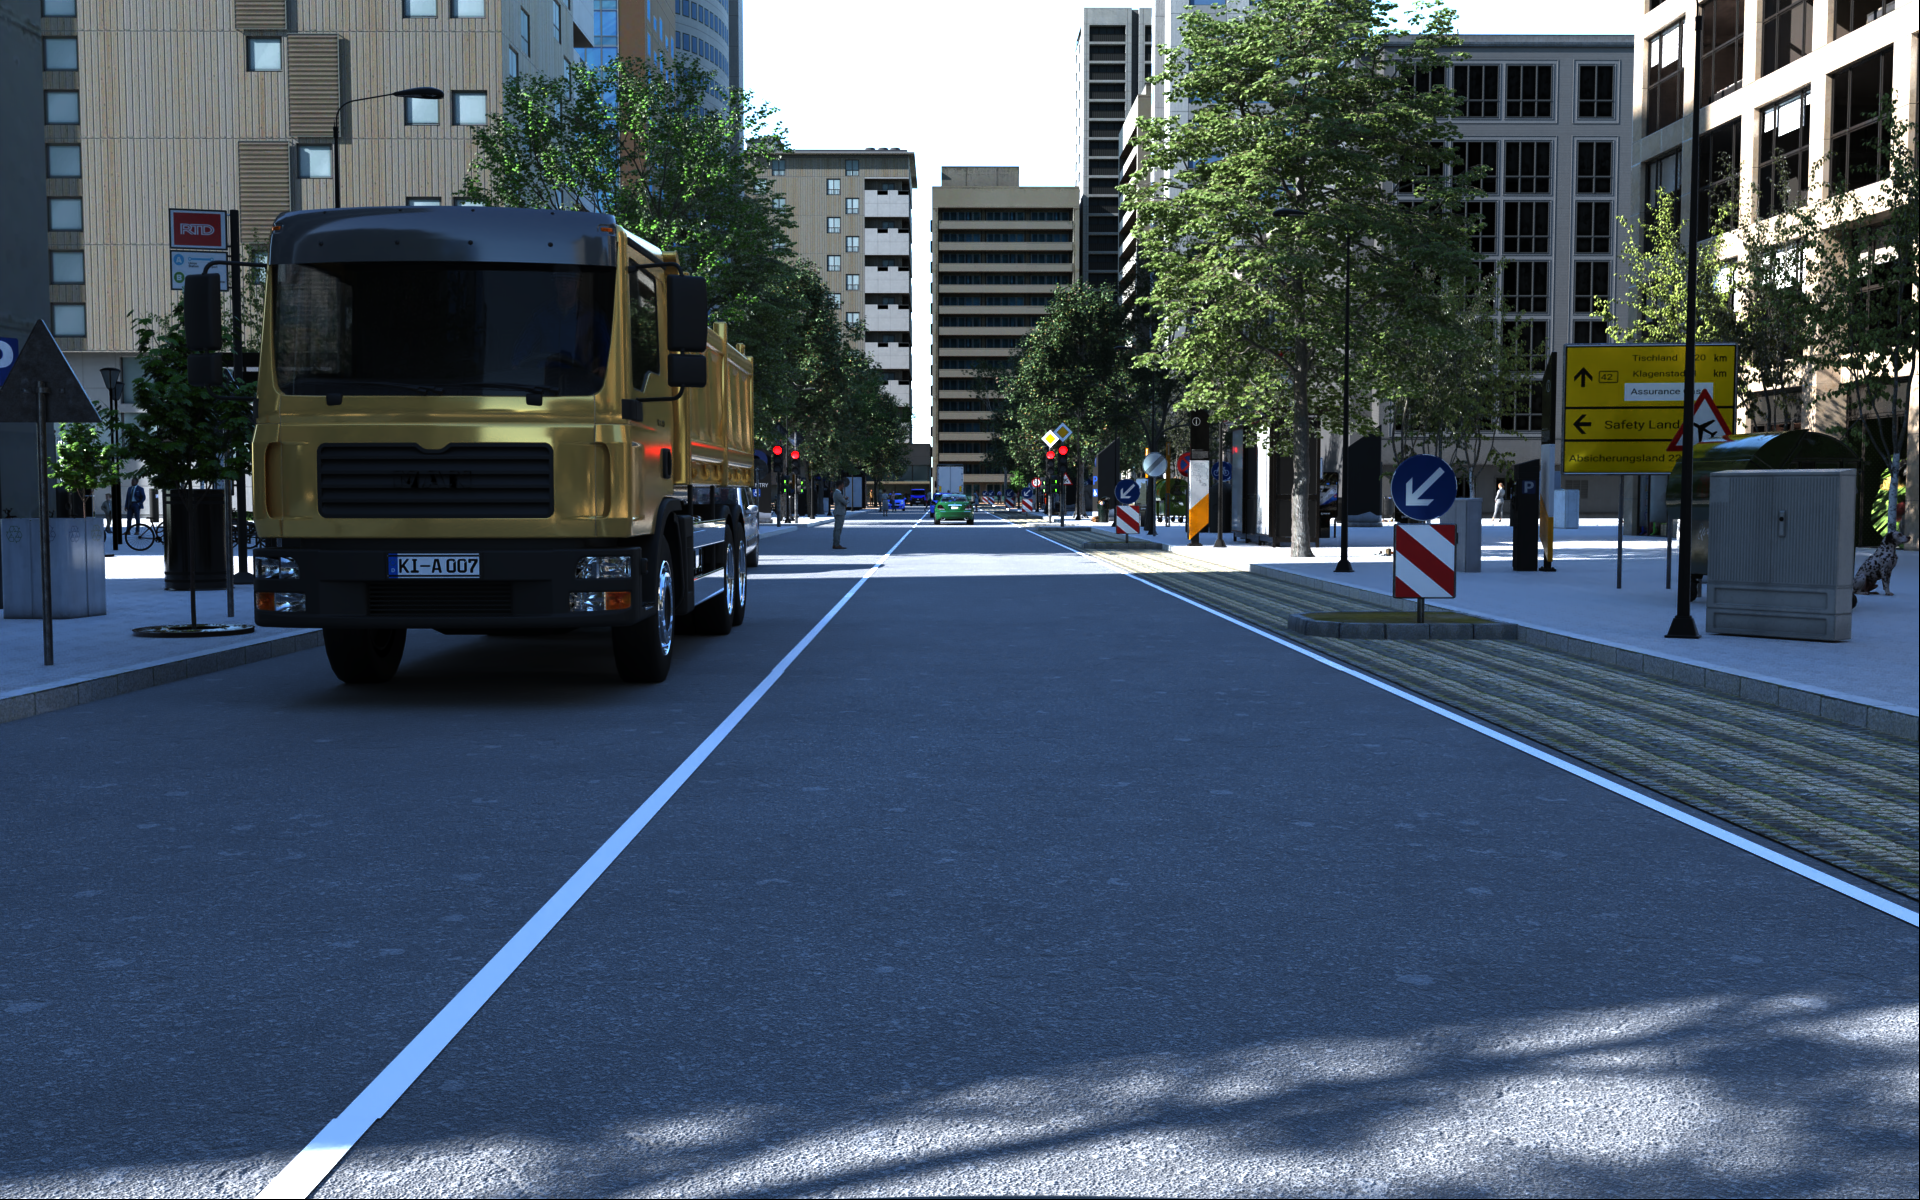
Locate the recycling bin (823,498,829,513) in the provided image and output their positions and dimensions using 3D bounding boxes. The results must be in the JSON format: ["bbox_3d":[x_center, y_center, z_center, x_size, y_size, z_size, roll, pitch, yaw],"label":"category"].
[{"bbox_3d":[-9.633,-6.618,120.752,0.722,1.027,0.722,-3,5,-40],"label":"recycling bin"}]

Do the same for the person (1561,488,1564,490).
[{"bbox_3d":[27.309,-4.432,78.851,0.601,1.785,0.444,3,4,38],"label":"person"}]

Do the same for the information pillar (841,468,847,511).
[{"bbox_3d":[-8.949,-8.686,133.367,0.504,3.616,0.183,2,4,24],"label":"information pillar"}]

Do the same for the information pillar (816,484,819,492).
[{"bbox_3d":[-10.586,-7.639,129.381,0.304,2.012,0.304,1,4,18],"label":"information pillar"}]

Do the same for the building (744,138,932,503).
[{"bbox_3d":[-18.165,-41.142,261.909,27.495,52.752,28.713,0,4,-1],"label":"building"}]

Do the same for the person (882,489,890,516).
[{"bbox_3d":[-4.774,-6.273,111.631,0.480,1.755,0.524,1,4,17],"label":"person"}]

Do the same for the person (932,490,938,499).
[{"bbox_3d":[-2.062,-8.461,147.181,0.601,1.785,0.444,3,5,41],"label":"person"}]

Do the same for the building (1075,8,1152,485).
[{"bbox_3d":[27.996,-50.170,258.525,20.611,71.187,20.563,0,4,-1],"label":"building"}]

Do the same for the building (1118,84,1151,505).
[{"bbox_3d":[30.066,-35.350,201.671,21.300,48.544,21.600,0,4,-1],"label":"building"}]

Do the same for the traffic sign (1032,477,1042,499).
[{"bbox_3d":[5.831,-8.069,132.027,0.768,2.556,0.104,0,4,3],"label":"traffic sign"}]

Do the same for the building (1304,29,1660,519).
[{"bbox_3d":[32.106,-18.443,95.046,24.014,27.812,14.314,0,4,-1],"label":"building"}]

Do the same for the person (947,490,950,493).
[{"bbox_3d":[-0.934,-8.516,148.138,0.834,1.777,0.661,-1,4,-19],"label":"person"}]

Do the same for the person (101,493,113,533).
[{"bbox_3d":[-27.801,-2.831,56.608,0.640,1.303,0.475,3,4,37],"label":"person"}]

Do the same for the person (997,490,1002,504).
[{"bbox_3d":[5.017,-13.186,221.499,0.709,1.838,0.599,-1,4,-11],"label":"person"}]

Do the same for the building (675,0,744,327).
[{"bbox_3d":[-32.526,-38.045,164.035,21.231,58.520,28.212,0,4,-1],"label":"building"}]

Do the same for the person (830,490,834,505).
[{"bbox_3d":[-15.115,-11.990,202.601,0.750,1.759,0.617,-1,4,-17],"label":"person"}]

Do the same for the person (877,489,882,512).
[{"bbox_3d":[-6.370,-7.814,136.438,0.526,1.800,0.537,2,4,34],"label":"person"}]

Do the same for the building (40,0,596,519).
[{"bbox_3d":[-36.928,-31.316,101.256,28.713,52.752,27.495,0,4,-1],"label":"building"}]

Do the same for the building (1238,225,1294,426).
[{"bbox_3d":[25.616,-16.138,118.615,10.420,20.320,16.860,0,4,-1],"label":"building"}]

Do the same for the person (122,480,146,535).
[{"bbox_3d":[-26.009,-2.954,54.525,0.721,1.800,0.419,0,4,1],"label":"person"}]

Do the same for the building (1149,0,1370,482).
[{"bbox_3d":[29.992,-38.808,176.505,21.231,58.520,28.212,0,4,-1],"label":"building"}]

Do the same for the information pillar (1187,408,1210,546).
[{"bbox_3d":[5.870,-3.133,42.582,0.504,3.616,0.183,0,4,-8],"label":"information pillar"}]

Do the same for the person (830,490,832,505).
[{"bbox_3d":[-15.165,-12.071,204.110,1.217,1.736,0.721,2,4,34],"label":"person"}]

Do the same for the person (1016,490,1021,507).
[{"bbox_3d":[5.565,-9.790,166.832,0.721,1.743,1.217,1,4,11],"label":"person"}]

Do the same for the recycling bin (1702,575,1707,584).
[{"bbox_3d":[10.953,-0.762,25.017,0.722,1.027,0.722,3,4,37],"label":"recycling bin"}]

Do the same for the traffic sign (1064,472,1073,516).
[{"bbox_3d":[6.180,-6.208,101.509,0.884,2.594,0.081,0,4,1],"label":"traffic sign"}]

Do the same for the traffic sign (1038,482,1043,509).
[{"bbox_3d":[6.717,-9.025,147.670,0.768,2.556,0.104,0,4,0],"label":"traffic sign"}]

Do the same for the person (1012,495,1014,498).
[{"bbox_3d":[5.743,-10.934,188.040,0.421,1.427,0.697,3,5,41],"label":"person"}]

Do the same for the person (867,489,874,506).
[{"bbox_3d":[-9.781,-11.352,191.749,1.348,1.812,0.705,-2,4,-28],"label":"person"}]

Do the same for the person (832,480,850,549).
[{"bbox_3d":[-3.097,-2.239,45.282,0.466,1.800,0.511,-2,4,-28],"label":"person"}]

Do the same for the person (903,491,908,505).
[{"bbox_3d":[-7.073,-13.374,227.296,1.348,1.807,0.705,2,4,26],"label":"person"}]

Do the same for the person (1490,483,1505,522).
[{"bbox_3d":[24.625,-4.467,79.347,0.573,1.790,0.520,2,4,35],"label":"person"}]

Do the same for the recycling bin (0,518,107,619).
[{"bbox_3d":[-9.456,-0.338,18.083,0.722,1.027,0.722,0,4,7],"label":"recycling bin"}]

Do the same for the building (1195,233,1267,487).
[{"bbox_3d":[26.482,-18.190,139.209,13.314,21.916,24.055,0,4,-1],"label":"building"}]

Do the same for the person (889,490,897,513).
[{"bbox_3d":[-5.085,-7.571,132.868,0.643,1.750,0.593,-2,4,-24],"label":"person"}]

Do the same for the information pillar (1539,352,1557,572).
[{"bbox_3d":[9.774,-2.289,28.785,0.183,3.616,0.504,0,4,2],"label":"information pillar"}]

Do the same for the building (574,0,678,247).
[{"bbox_3d":[-29.271,-29.372,130.344,14.600,45.320,14.200,0,4,-1],"label":"building"}]

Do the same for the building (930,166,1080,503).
[{"bbox_3d":[6.416,-38.813,258.293,21.600,48.544,21.300,0,4,-1],"label":"building"}]

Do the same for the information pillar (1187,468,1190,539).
[{"bbox_3d":[6.637,-2.743,49.347,0.304,2.012,0.304,0,4,6],"label":"information pillar"}]

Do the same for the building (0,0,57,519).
[{"bbox_3d":[-66.101,-28.864,95.633,21.600,48.544,21.300,0,4,-1],"label":"building"}]

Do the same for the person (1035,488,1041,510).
[{"bbox_3d":[6.410,-8.334,142.637,0.599,1.781,0.374,-1,4,-15],"label":"person"}]

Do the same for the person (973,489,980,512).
[{"bbox_3d":[1.353,-7.907,137.879,0.616,1.811,0.778,-1,4,-16],"label":"person"}]

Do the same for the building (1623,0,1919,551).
[{"bbox_3d":[30.469,-14.185,36.442,19.350,26.468,34.151,0,4,-1],"label":"building"}]

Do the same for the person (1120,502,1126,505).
[{"bbox_3d":[13.110,-8.200,140.206,0.694,1.812,0.767,0,4,5],"label":"person"}]

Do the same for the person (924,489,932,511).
[{"bbox_3d":[-2.603,-8.361,145.040,0.795,1.843,0.661,-3,4,-37],"label":"person"}]
